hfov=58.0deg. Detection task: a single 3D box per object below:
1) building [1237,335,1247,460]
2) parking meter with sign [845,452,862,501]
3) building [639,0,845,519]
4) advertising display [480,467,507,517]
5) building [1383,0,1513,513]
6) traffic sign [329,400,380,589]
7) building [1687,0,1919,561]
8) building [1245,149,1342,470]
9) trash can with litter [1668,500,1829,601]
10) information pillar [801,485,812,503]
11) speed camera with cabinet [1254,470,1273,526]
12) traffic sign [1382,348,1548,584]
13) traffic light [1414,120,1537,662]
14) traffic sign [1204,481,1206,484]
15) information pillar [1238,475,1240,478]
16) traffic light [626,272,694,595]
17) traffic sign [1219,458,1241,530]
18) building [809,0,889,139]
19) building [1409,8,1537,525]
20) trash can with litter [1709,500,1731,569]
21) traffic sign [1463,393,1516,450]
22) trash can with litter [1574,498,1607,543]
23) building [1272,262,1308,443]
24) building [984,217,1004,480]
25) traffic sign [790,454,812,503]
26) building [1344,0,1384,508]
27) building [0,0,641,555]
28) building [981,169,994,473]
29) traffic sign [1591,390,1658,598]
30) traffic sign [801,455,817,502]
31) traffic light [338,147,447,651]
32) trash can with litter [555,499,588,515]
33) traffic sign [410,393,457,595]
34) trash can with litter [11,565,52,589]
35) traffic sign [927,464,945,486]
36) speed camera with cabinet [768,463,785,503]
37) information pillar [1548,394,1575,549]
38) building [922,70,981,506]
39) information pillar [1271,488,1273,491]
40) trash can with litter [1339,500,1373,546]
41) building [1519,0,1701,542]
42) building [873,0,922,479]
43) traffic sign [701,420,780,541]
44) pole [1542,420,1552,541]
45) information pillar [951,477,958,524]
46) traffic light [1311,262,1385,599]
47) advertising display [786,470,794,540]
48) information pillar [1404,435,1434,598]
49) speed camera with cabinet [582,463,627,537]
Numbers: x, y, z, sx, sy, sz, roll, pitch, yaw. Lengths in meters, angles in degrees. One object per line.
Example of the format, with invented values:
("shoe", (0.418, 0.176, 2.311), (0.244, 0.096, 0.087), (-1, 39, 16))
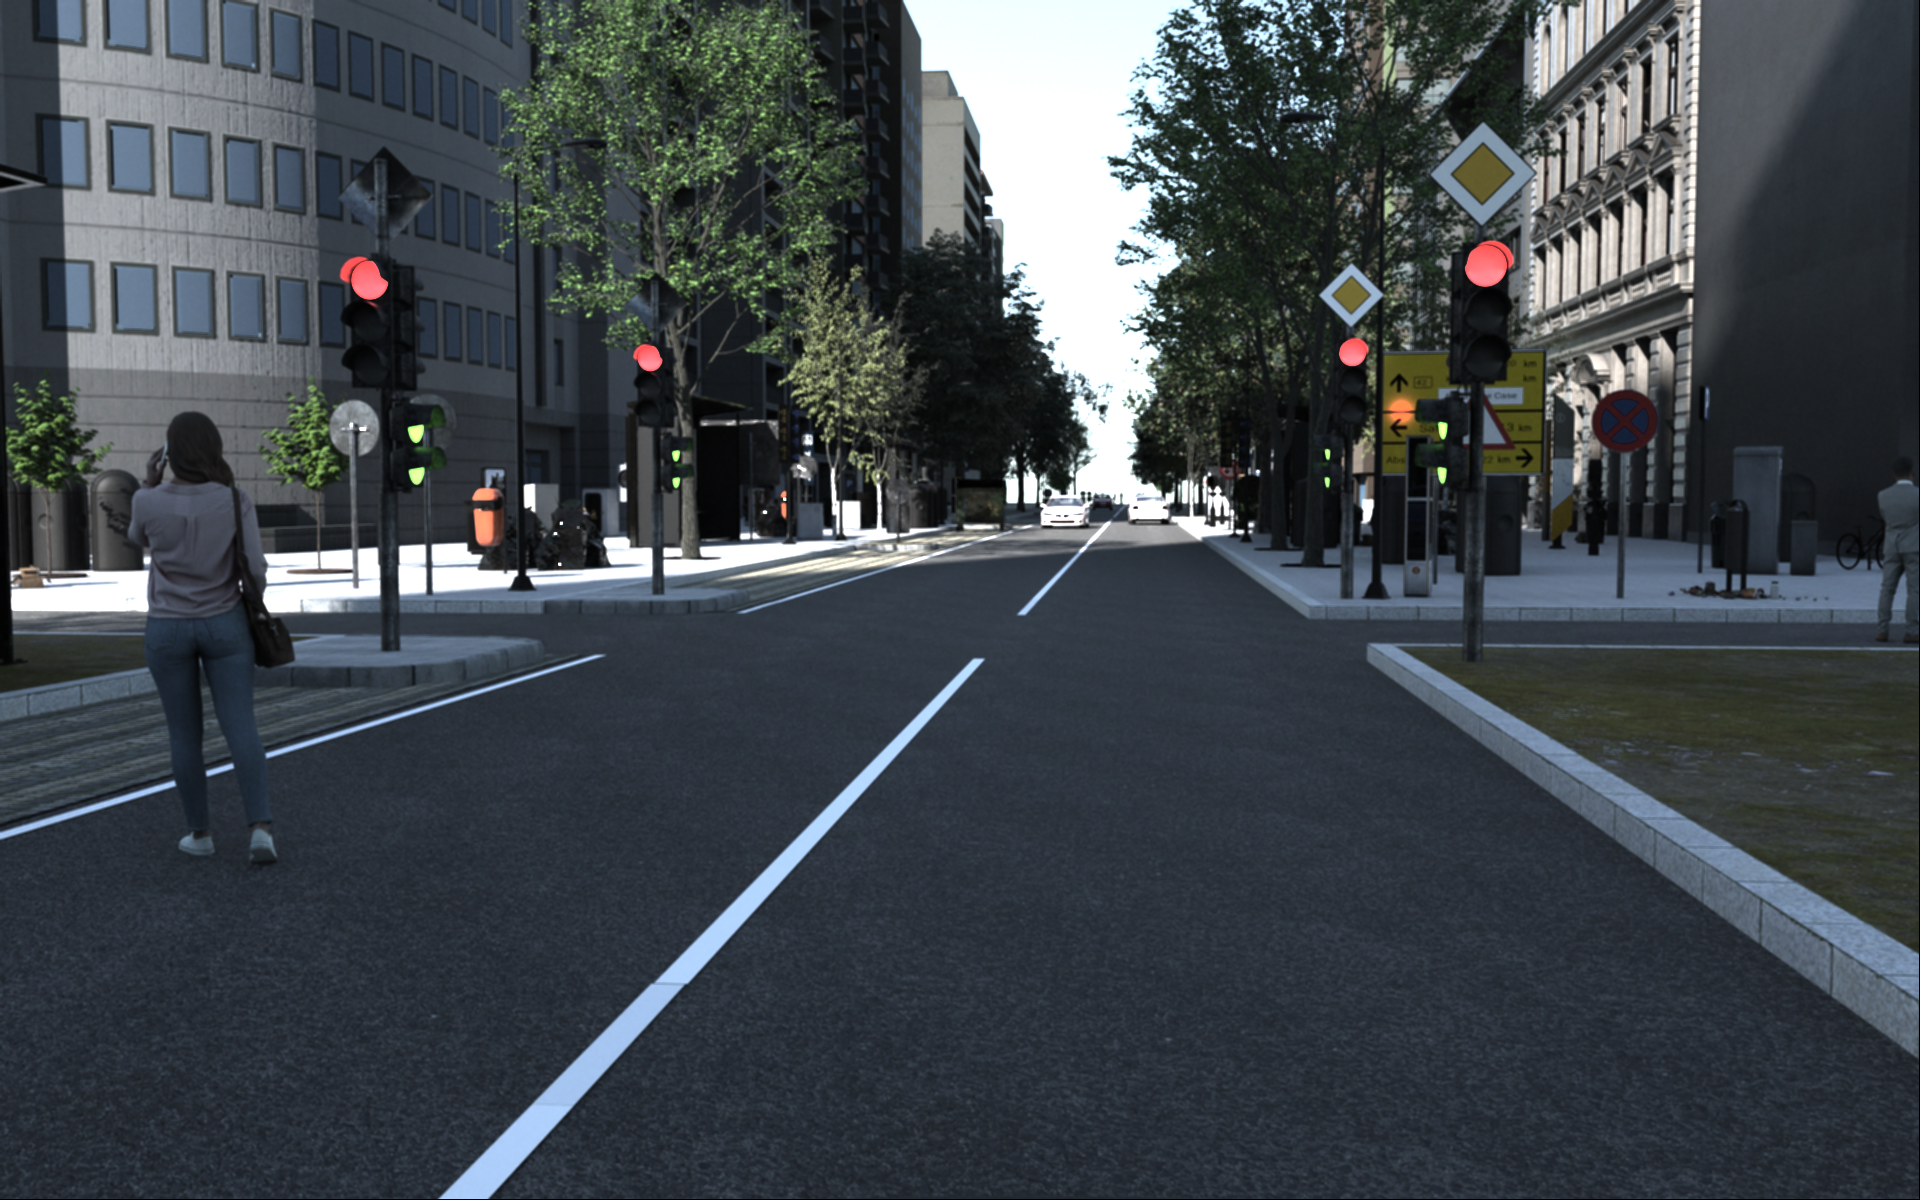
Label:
("building", (46.693, -36.374, 244.818), (14.600, 45.320, 14.200), (0, 4, 6))
("parking meter with sign", (-4.468, -4.571, 71.000), (0.543, 3.016, 1.738), (1, 4, 10))
("building", (-18.222, -41.008, 108.739), (20.563, 71.187, 20.611), (0, 4, 6))
("advertising display", (-11.314, -2.252, 42.029), (0.123, 1.923, 0.974), (1, 4, 16))
("building", (32.770, -25.841, 106.090), (14.154, 41.232, 14.086), (0, 4, 6))
("traffic sign", (-8.197, -1.426, 23.423), (0.768, 2.556, 0.104), (1, 4, 13))
("building", (30.078, -14.842, 36.178), (24.014, 27.812, 14.314), (0, 4, 6))
("building", (47.604, -34.772, 223.139), (22.147, 44.769, 28.867), (0, 4, 6))
("trash can with litter", (9.801, -0.664, 21.908), (1.678, 1.210, 2.233), (0, 4, 5))
("information pillar", (-5.762, -3.711, 65.163), (0.304, 2.012, 0.304), (2, 4, 31))
("speed camera with cabinet", (11.777, -4.406, 66.369), (0.660, 3.252, 2.038), (1, 4, 22))
("traffic sign", (7.077, -1.872, 24.479), (2.265, 3.308, 0.079), (1, 4, 13))
("traffic light", (3.924, -1.486, 13.212), (0.839, 4.253, 0.868), (0, 4, 6))
("traffic sign", (13.086, -5.492, 89.803), (0.884, 2.594, 0.081), (1, 4, 12))
("information pillar", (10.783, -3.760, 65.964), (0.304, 2.012, 0.304), (3, 4, 38))
("traffic light", (-3.838, -2.024, 22.007), (0.839, 4.253, 0.868), (0, 4, 6))
("traffic sign", (9.602, -3.761, 61.604), (0.768, 2.556, 0.104), (1, 4, 13))
("building", (-17.456, -29.337, 134.288), (22.147, 44.769, 28.867), (0, 4, 6))
("building", (29.875, -15.907, 79.140), (14.314, 24.678, 30.058), (0, 4, 6))
("trash can with litter", (13.344, -1.128, 29.832), (0.624, 1.170, 1.055), (0, 4, 1))
("traffic sign", (6.220, -1.276, 20.860), (0.884, 2.594, 0.081), (0, 4, 6))
("trash can with litter", (16.325, -2.055, 44.986), (0.624, 1.170, 1.055), (-1, 4, -11))
("building", (42.726, -26.332, 202.226), (14.160, 30.474, 14.107), (0, 4, 6))
("building", (-1.162, -34.647, 250.074), (14.154, 41.232, 14.086), (0, 4, 6))
("traffic sign", (-5.216, -3.430, 56.079), (0.884, 2.594, 0.081), (1, 4, 9))
("building", (34.303, -28.739, 119.999), (14.600, 45.320, 14.200), (0, 4, 6))
("building", (-23.133, -30.898, 47.189), (21.231, 58.520, 28.212), (0, 4, 6))
("building", (-7.160, -35.132, 229.026), (22.147, 44.769, 28.867), (0, 4, 6))
("traffic sign", (8.131, -1.293, 21.251), (0.768, 2.556, 0.104), (1, 4, 15))
("traffic sign", (-5.068, -3.478, 56.969), (0.768, 2.556, 0.104), (1, 4, 13))
("traffic light", (-4.645, -1.538, 14.063), (0.839, 4.253, 0.868), (0, 4, 6))
("trash can with litter", (-8.534, -1.588, 37.350), (0.624, 1.170, 1.055), (1, 4, 23))
("traffic sign", (-6.742, -1.335, 21.932), (0.768, 2.556, 0.104), (1, 4, 8))
("trash can with litter", (-12.961, -0.740, 23.494), (1.055, 1.170, 0.624), (-3, 4, -39))
("traffic sign", (-1.041, -4.517, 73.954), (0.768, 2.556, 0.104), (1, 4, 12))
("speed camera with cabinet", (-8.925, -5.293, 80.882), (0.660, 3.252, 2.038), (-3, 4, -37))
("information pillar", (14.087, -3.007, 40.518), (0.504, 3.616, 0.183), (0, 4, -1))
("building", (-9.116, -35.448, 203.278), (21.300, 48.544, 21.600), (0, 4, 6))
("information pillar", (11.725, -3.673, 64.545), (0.304, 2.012, 0.304), (3, 4, 36))
("trash can with litter", (9.898, -1.920, 42.782), (1.055, 1.170, 0.624), (3, 5, 41))
("building", (25.011, -13.790, 54.340), (11.050, 23.489, 19.941), (0, 4, 6))
("building", (-11.117, -30.894, 155.233), (14.600, 45.320, 14.200), (0, 4, 6))
("traffic sign", (-6.067, -3.288, 47.632), (2.265, 3.308, 0.079), (0, 4, 6))
("pole", (16.097, -3.282, 47.497), (0.158, 3.312, 0.155), (0, 3, 0))
("information pillar", (-0.172, -4.312, 74.988), (0.304, 2.012, 0.304), (-3, 4, -38))
("traffic light", (4.731, -1.972, 21.156), (0.839, 4.253, 0.868), (0, 4, 6))
("advertising display", (-4.544, -2.506, 46.189), (0.123, 1.923, 0.974), (-1, 4, -10))
("information pillar", (5.716, -1.045, 21.576), (0.304, 2.012, 0.304), (2, 4, 24))
("speed camera with cabinet", (-10.304, -3.497, 51.515), (2.038, 3.252, 0.660), (2, 4, 30))
